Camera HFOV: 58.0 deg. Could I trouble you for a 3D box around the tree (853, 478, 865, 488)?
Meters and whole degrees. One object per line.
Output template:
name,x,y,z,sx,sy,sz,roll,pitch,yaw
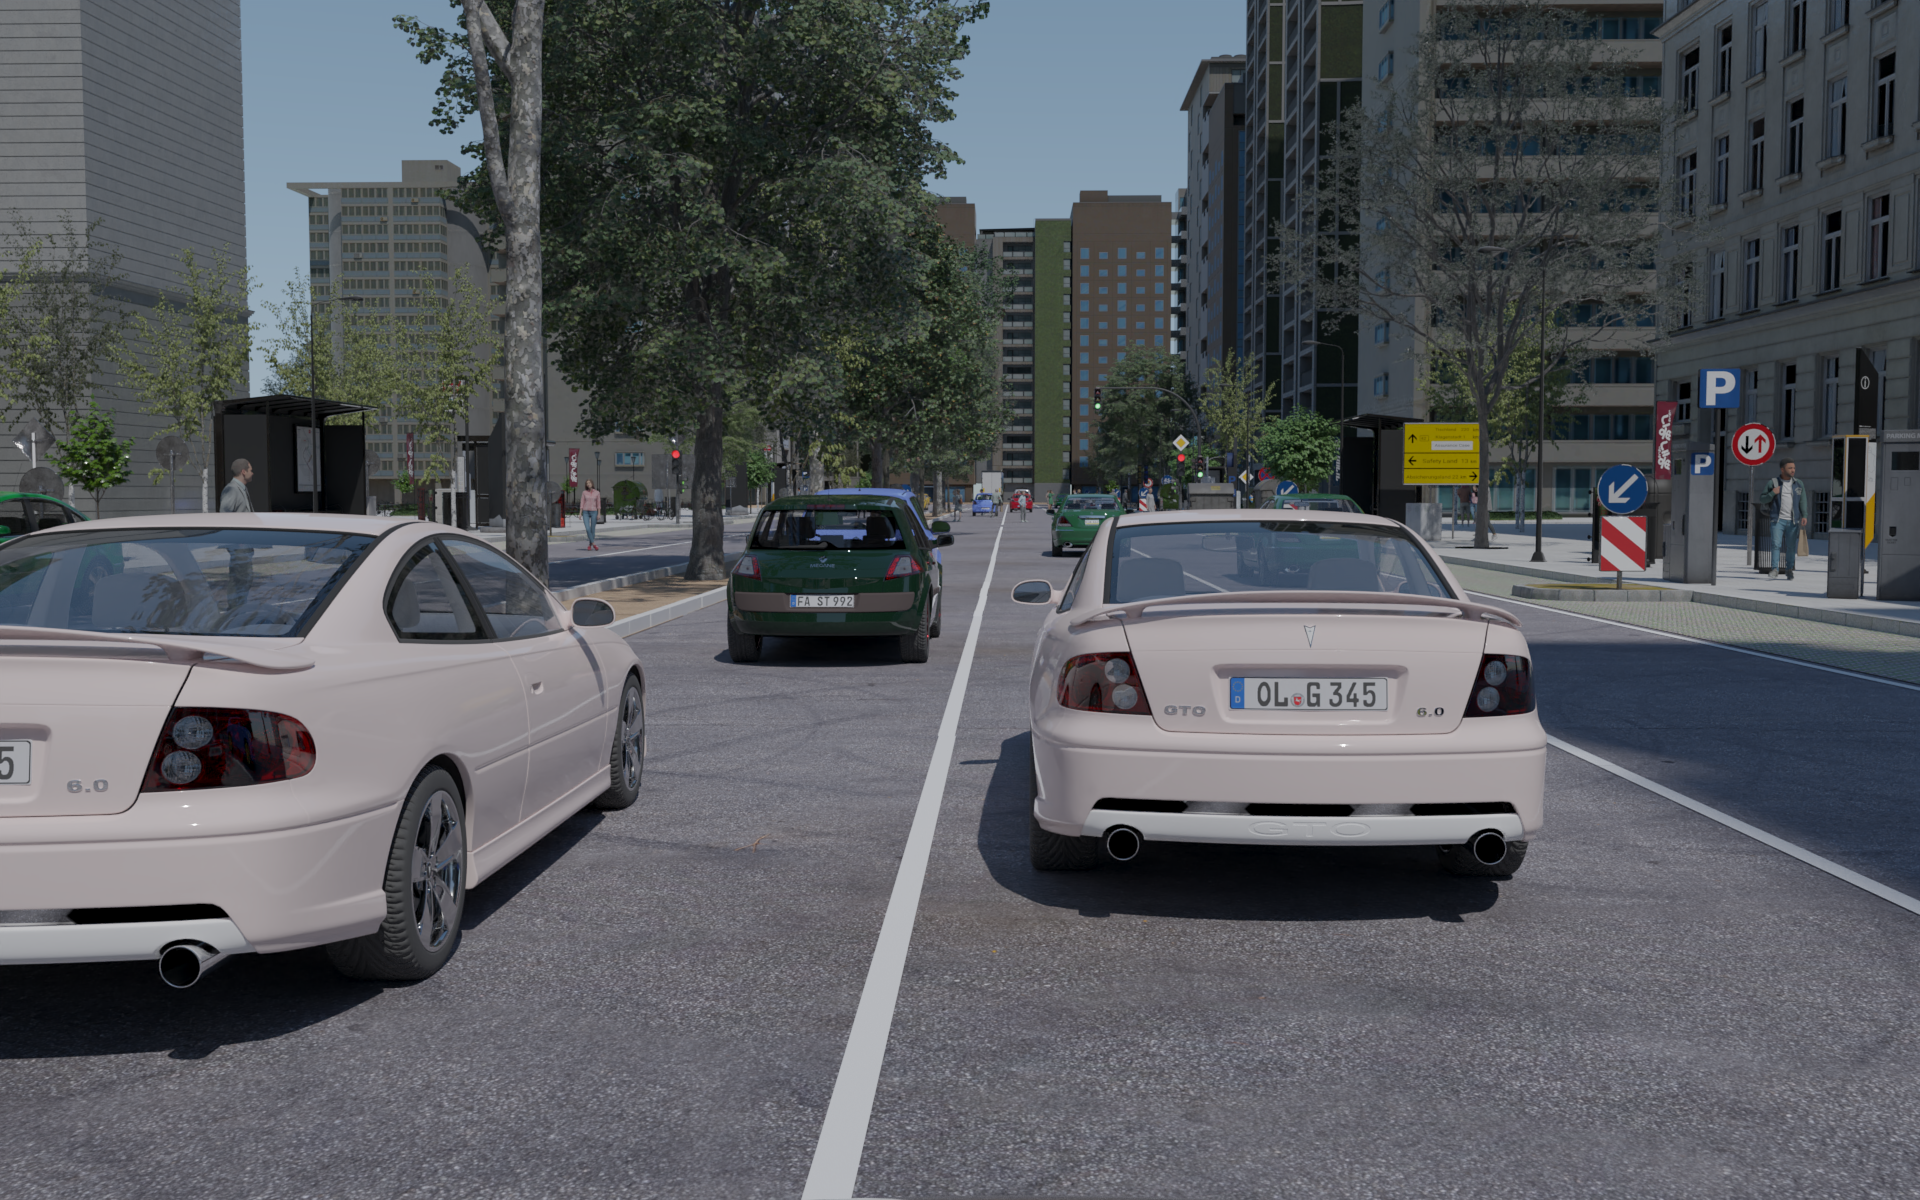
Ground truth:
tree,-11.224,-12.302,195.739,1.663,3.219,1.824,0,3,0

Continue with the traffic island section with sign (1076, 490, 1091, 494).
traffic island section with sign,13.391,-10.698,183.538,1.989,1.847,2.006,0,4,2

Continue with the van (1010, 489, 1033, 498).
van,5.538,-9.060,155.147,2.013,2.044,4.112,0,4,1

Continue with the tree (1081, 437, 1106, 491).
tree,17.399,-16.273,216.422,4.737,8.622,4.395,0,3,0

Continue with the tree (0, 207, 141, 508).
tree,-22.828,-5.717,43.834,4.360,8.622,3.978,0,3,0

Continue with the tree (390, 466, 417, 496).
tree,-38.242,-7.648,119.638,1.663,3.219,1.824,0,3,0

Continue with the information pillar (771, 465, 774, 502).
information pillar,-13.403,-8.105,123.875,0.183,3.616,0.504,-1,4,-20

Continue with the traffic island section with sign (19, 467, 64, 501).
traffic island section with sign,-13.278,-0.970,24.481,1.989,1.847,2.006,0,4,2

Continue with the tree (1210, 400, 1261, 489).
tree,20.761,-11.065,131.280,4.360,8.622,3.978,0,3,0

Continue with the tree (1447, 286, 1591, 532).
tree,20.570,-6.884,62.918,4.737,8.622,4.395,0,3,0

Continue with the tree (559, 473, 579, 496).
tree,-35.096,-9.867,155.922,1.663,3.219,1.824,0,3,0

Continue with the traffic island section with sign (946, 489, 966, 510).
traffic island section with sign,-0.378,-9.099,156.899,2.006,1.907,1.989,0,4,2

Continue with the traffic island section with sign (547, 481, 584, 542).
traffic island section with sign,-12.469,-2.674,52.349,1.989,1.847,2.006,0,4,2

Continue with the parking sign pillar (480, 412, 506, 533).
parking sign pillar,-15.267,-4.232,57.666,1.447,3.967,1.447,-2,4,-35

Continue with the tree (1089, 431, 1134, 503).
tree,15.467,-13.303,167.868,4.360,8.622,3.978,0,3,0

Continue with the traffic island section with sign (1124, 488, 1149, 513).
traffic island section with sign,11.146,-5.976,106.342,1.989,1.847,2.006,0,4,2

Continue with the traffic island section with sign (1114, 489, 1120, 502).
traffic island section with sign,11.957,-7.687,134.304,1.989,1.847,2.006,0,4,2

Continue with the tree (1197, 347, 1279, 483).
tree,13.924,-8.411,87.879,4.737,8.622,4.395,0,3,0

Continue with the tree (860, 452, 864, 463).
tree,-12.049,-14.311,184.344,4.360,8.622,3.978,0,3,0

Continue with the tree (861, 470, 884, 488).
tree,-10.916,-14.226,216.301,4.285,4.588,4.351,0,3,0

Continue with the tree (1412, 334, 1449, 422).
tree,20.926,-7.443,72.057,4.737,8.622,4.395,0,3,0

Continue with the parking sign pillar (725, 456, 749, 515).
parking sign pillar,-13.556,-7.131,105.068,1.447,3.967,1.447,0,4,8

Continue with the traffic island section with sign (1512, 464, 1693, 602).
traffic island section with sign,8.734,-0.930,23.831,1.989,1.847,2.006,0,4,2

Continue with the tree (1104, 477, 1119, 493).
tree,16.695,-11.836,188.112,1.663,3.219,1.824,0,3,0

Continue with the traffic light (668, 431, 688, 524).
traffic light,-12.107,-5.221,74.290,0.839,4.253,0.868,0,4,2

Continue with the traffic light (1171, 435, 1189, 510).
traffic light,10.379,-5.671,81.641,0.839,4.253,0.868,0,4,2

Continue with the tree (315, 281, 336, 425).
tree,-20.808,-6.516,56.900,4.737,8.622,4.395,0,3,0

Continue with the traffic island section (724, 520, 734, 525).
traffic island section,-11.913,-3.678,82.408,2.009,0.180,2.903,0,4,2

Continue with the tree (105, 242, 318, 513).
tree,-22.152,-6.106,50.201,4.737,8.622,4.395,0,3,0

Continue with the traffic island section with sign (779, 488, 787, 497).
traffic island section with sign,-10.867,-6.016,106.991,1.989,1.847,2.006,0,4,2

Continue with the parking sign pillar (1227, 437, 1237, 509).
parking sign pillar,12.782,-5.677,81.292,1.447,3.967,1.447,1,4,10

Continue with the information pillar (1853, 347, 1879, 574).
information pillar,14.512,-2.230,27.815,0.504,3.616,0.183,-2,4,-28

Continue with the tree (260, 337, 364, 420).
tree,-39.033,-10.293,102.702,7.601,10.594,8.767,0,4,-1

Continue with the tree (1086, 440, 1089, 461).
tree,16.182,-15.123,197.614,4.360,8.622,3.978,0,3,0

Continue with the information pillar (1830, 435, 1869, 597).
information pillar,11.149,-1.055,21.744,0.304,2.012,0.304,0,4,-4

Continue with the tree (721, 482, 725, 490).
tree,-21.985,-9.821,155.166,1.663,3.219,1.824,0,3,0

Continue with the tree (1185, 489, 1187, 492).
tree,20.843,-9.723,153.572,1.663,3.219,1.824,0,3,0

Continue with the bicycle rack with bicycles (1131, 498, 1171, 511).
bicycle rack with bicycles,16.405,-8.185,147.200,2.925,0.926,2.852,3,5,42

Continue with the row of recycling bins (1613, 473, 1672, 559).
row of recycling bins,14.085,-1.756,35.816,1.069,1.692,3.534,0,4,7

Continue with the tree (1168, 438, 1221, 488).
tree,13.749,-7.179,101.089,4.285,4.588,4.351,0,3,0

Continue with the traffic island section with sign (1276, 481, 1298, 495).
traffic island section with sign,9.545,-2.638,51.754,1.989,1.847,2.006,0,4,2

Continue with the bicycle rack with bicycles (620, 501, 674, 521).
bicycle rack with bicycles,-15.083,-4.343,84.392,2.852,0.926,2.925,3,5,40

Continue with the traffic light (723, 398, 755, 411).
traffic light,-9.780,-6.580,82.246,4.771,5.953,1.251,0,4,2

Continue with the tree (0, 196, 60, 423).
tree,-22.102,-5.335,37.597,4.737,8.622,4.395,0,3,0

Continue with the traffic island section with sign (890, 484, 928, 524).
traffic island section with sign,-2.560,-4.505,81.792,2.006,1.907,1.989,0,4,2

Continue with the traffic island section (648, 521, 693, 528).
traffic island section,-12.146,-3.189,74.426,2.009,0.180,2.903,0,4,2

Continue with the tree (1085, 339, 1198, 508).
tree,15.175,-14.493,143.619,9.857,13.997,8.962,0,3,0

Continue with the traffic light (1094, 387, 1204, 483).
traffic light,8.052,-6.050,73.579,4.771,5.953,1.251,0,4,2

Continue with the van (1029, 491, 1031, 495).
van,5.862,-9.532,162.854,2.013,2.044,4.112,0,4,0

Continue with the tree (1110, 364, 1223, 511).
tree,14.800,-11.642,124.754,8.767,10.594,7.601,1,4,14
